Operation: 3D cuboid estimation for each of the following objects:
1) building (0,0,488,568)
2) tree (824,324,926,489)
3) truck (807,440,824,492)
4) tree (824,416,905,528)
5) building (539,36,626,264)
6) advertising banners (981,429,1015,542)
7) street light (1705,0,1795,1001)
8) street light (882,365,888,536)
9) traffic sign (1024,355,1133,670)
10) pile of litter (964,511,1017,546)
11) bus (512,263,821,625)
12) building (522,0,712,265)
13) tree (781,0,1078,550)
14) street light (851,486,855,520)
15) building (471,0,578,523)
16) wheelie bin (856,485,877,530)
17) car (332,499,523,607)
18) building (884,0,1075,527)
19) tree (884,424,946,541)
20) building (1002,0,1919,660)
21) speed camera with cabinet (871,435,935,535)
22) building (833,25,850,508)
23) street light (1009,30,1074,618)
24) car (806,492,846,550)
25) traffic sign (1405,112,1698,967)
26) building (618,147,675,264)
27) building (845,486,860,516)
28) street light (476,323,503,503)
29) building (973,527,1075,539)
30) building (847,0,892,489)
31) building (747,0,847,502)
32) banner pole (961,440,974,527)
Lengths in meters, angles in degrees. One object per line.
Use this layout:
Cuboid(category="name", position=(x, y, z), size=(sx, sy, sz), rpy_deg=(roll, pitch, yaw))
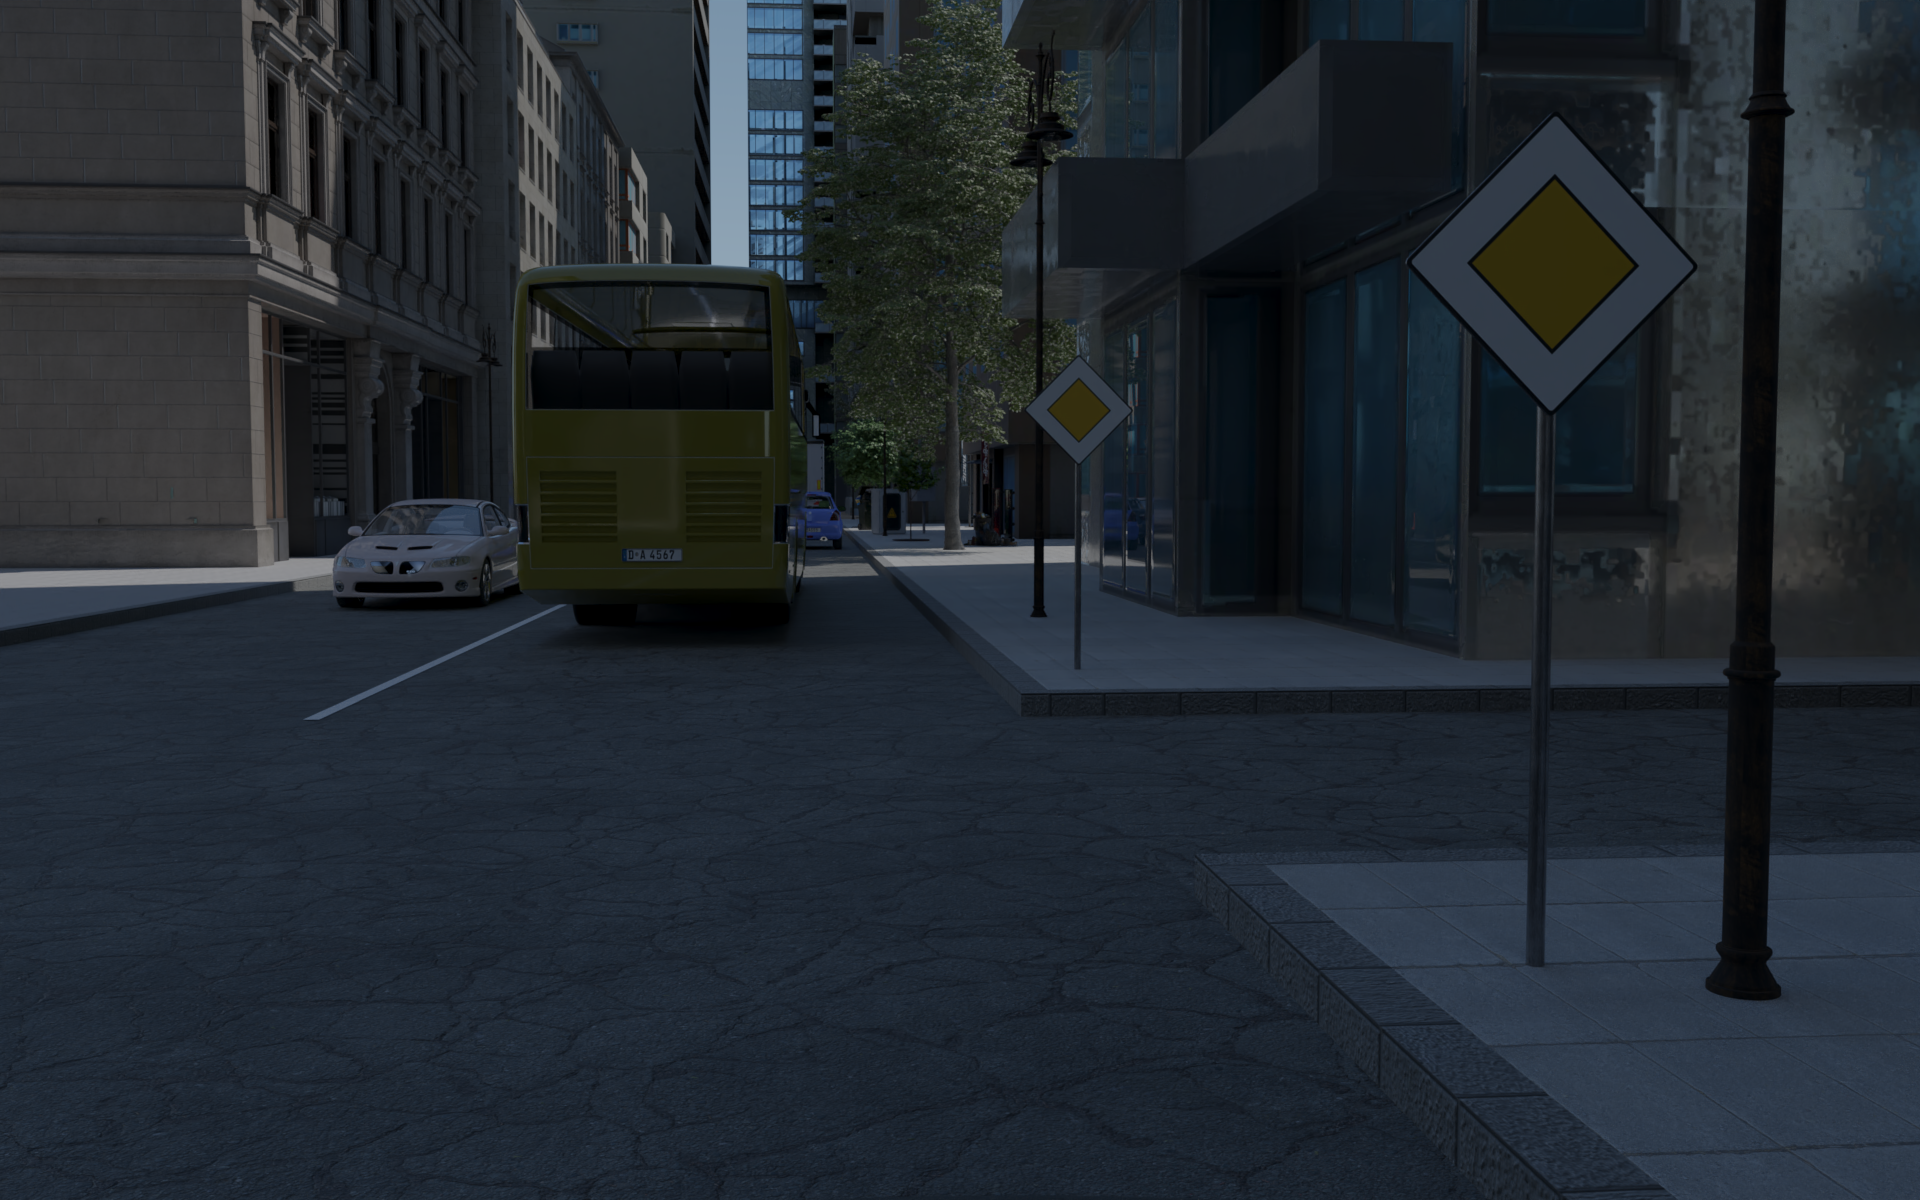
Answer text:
Cuboid(category="building", position=(-16.811, -10.992, 30.630), size=(10.553, 20.767, 40.483), rpy_deg=(0, 4, -5))
Cuboid(category="tree", position=(-3.350, -7.395, 71.263), size=(4.360, 8.622, 3.978), rpy_deg=(0, 3, 0))
Cuboid(category="truck", position=(-8.884, -6.464, 94.596), size=(2.839, 4.237, 11.283), rpy_deg=(0, 4, -7))
Cuboid(category="tree", position=(-3.549, -5.058, 66.418), size=(4.285, 4.588, 4.351), rpy_deg=(0, 3, 0))
Cuboid(category="building", position=(-20.619, -13.915, 76.667), size=(9.793, 20.994, 18.267), rpy_deg=(0, 4, -5))
Cuboid(category="advertising banners", position=(0.992, -3.066, 46.317), size=(0.090, 3.025, 2.074), rpy_deg=(-1, 4, -23))
Cuboid(category="street light", position=(2.022, -1.927, 4.294), size=(0.468, 5.910, 1.993), rpy_deg=(0, 4, -5))
Cuboid(category="street light", position=(-2.288, -4.887, 52.688), size=(0.468, 5.910, 1.993), rpy_deg=(0, 4, -5))
Cuboid(category="traffic sign", position=(0.857, -0.548, 12.609), size=(0.795, 2.450, 0.064), rpy_deg=(0, 4, -5))
Cuboid(category="pile of litter", position=(0.714, -1.789, 43.222), size=(1.176, 0.858, 1.719), rpy_deg=(-2, 4, -30))
Cuboid(category="bus", position=(-3.263, -1.856, 21.900), size=(2.896, 3.916, 12.252), rpy_deg=(0, 4, -4))
Cuboid(category="building", position=(-29.209, -30.628, 124.476), size=(21.300, 48.544, 21.600), rpy_deg=(0, 4, -5))
Cuboid(category="tree", position=(-0.164, -7.396, 39.056), size=(7.486, 12.596, 7.792), rpy_deg=(0, 3, 0))
Cuboid(category="street light", position=(-5.387, -6.992, 87.109), size=(0.468, 5.910, 1.993), rpy_deg=(0, 4, -5))
Cuboid(category="building", position=(-19.419, -12.504, 59.194), size=(10.420, 20.320, 16.860), rpy_deg=(0, 4, -5))
Cuboid(category="wheelie bin", position=(-3.219, -3.296, 61.798), size=(0.980, 1.594, 0.693), rpy_deg=(-2, 4, -32))
Cuboid(category="car", position=(-7.070, -0.679, 23.458), size=(2.083, 1.381, 4.827), rpy_deg=(0, 4, -5))
Cuboid(category="building", position=(3.679, -26.329, 80.594), size=(14.600, 45.320, 14.200), rpy_deg=(0, 4, -5))
Cuboid(category="tree", position=(-1.433, -3.216, 47.178), size=(1.663, 3.219, 1.824), rpy_deg=(0, 3, 0))
Cuboid(category="building", position=(15.745, -24.640, 22.473), size=(30.456, 49.044, 23.786), rpy_deg=(0, 4, -5))
Cuboid(category="speed camera with cabinet", position=(-1.806, -3.735, 55.405), size=(2.038, 3.252, 0.660), rpy_deg=(-2, 4, -29))
Cuboid(category="building", position=(-4.331, -28.873, 155.669), size=(14.154, 41.232, 14.086), rpy_deg=(0, 4, -5))
Cuboid(category="street light", position=(0.823, -2.759, 17.903), size=(0.468, 5.910, 1.993), rpy_deg=(0, 4, -5))
Cuboid(category="car", position=(-3.988, -2.226, 45.981), size=(1.945, 1.707, 3.694), rpy_deg=(0, 4, -5))
Cuboid(category="traffic sign", position=(1.564, -0.062, 4.655), size=(0.795, 2.450, 0.064), rpy_deg=(0, 4, -5))
Cuboid(category="building", position=(-31.396, -15.582, 99.806), size=(27.650, 21.520, 28.899), rpy_deg=(0, 4, -5))
Cuboid(category="building", position=(8.902, -25.581, 110.130), size=(32.217, 40.220, 23.993), rpy_deg=(0, 4, -5))
Cuboid(category="street light", position=(-12.738, -4.540, 47.017), size=(0.468, 5.910, 1.993), rpy_deg=(0, 4, -5))
Cuboid(category="building", position=(7.604, -24.769, 55.078), size=(14.600, 45.320, 14.200), rpy_deg=(0, 4, -5))
Cuboid(category="building", position=(4.930, -33.399, 135.305), size=(28.713, 52.752, 27.495), rpy_deg=(0, 4, -5))
Cuboid(category="building", position=(-10.271, -53.097, 180.805), size=(31.000, 86.520, 22.319), rpy_deg=(0, 4, -5))
Cuboid(category="banner pole", position=(0.251, -4.676, 66.475), size=(0.401, 3.779, 0.863), rpy_deg=(2, 4, 31))
